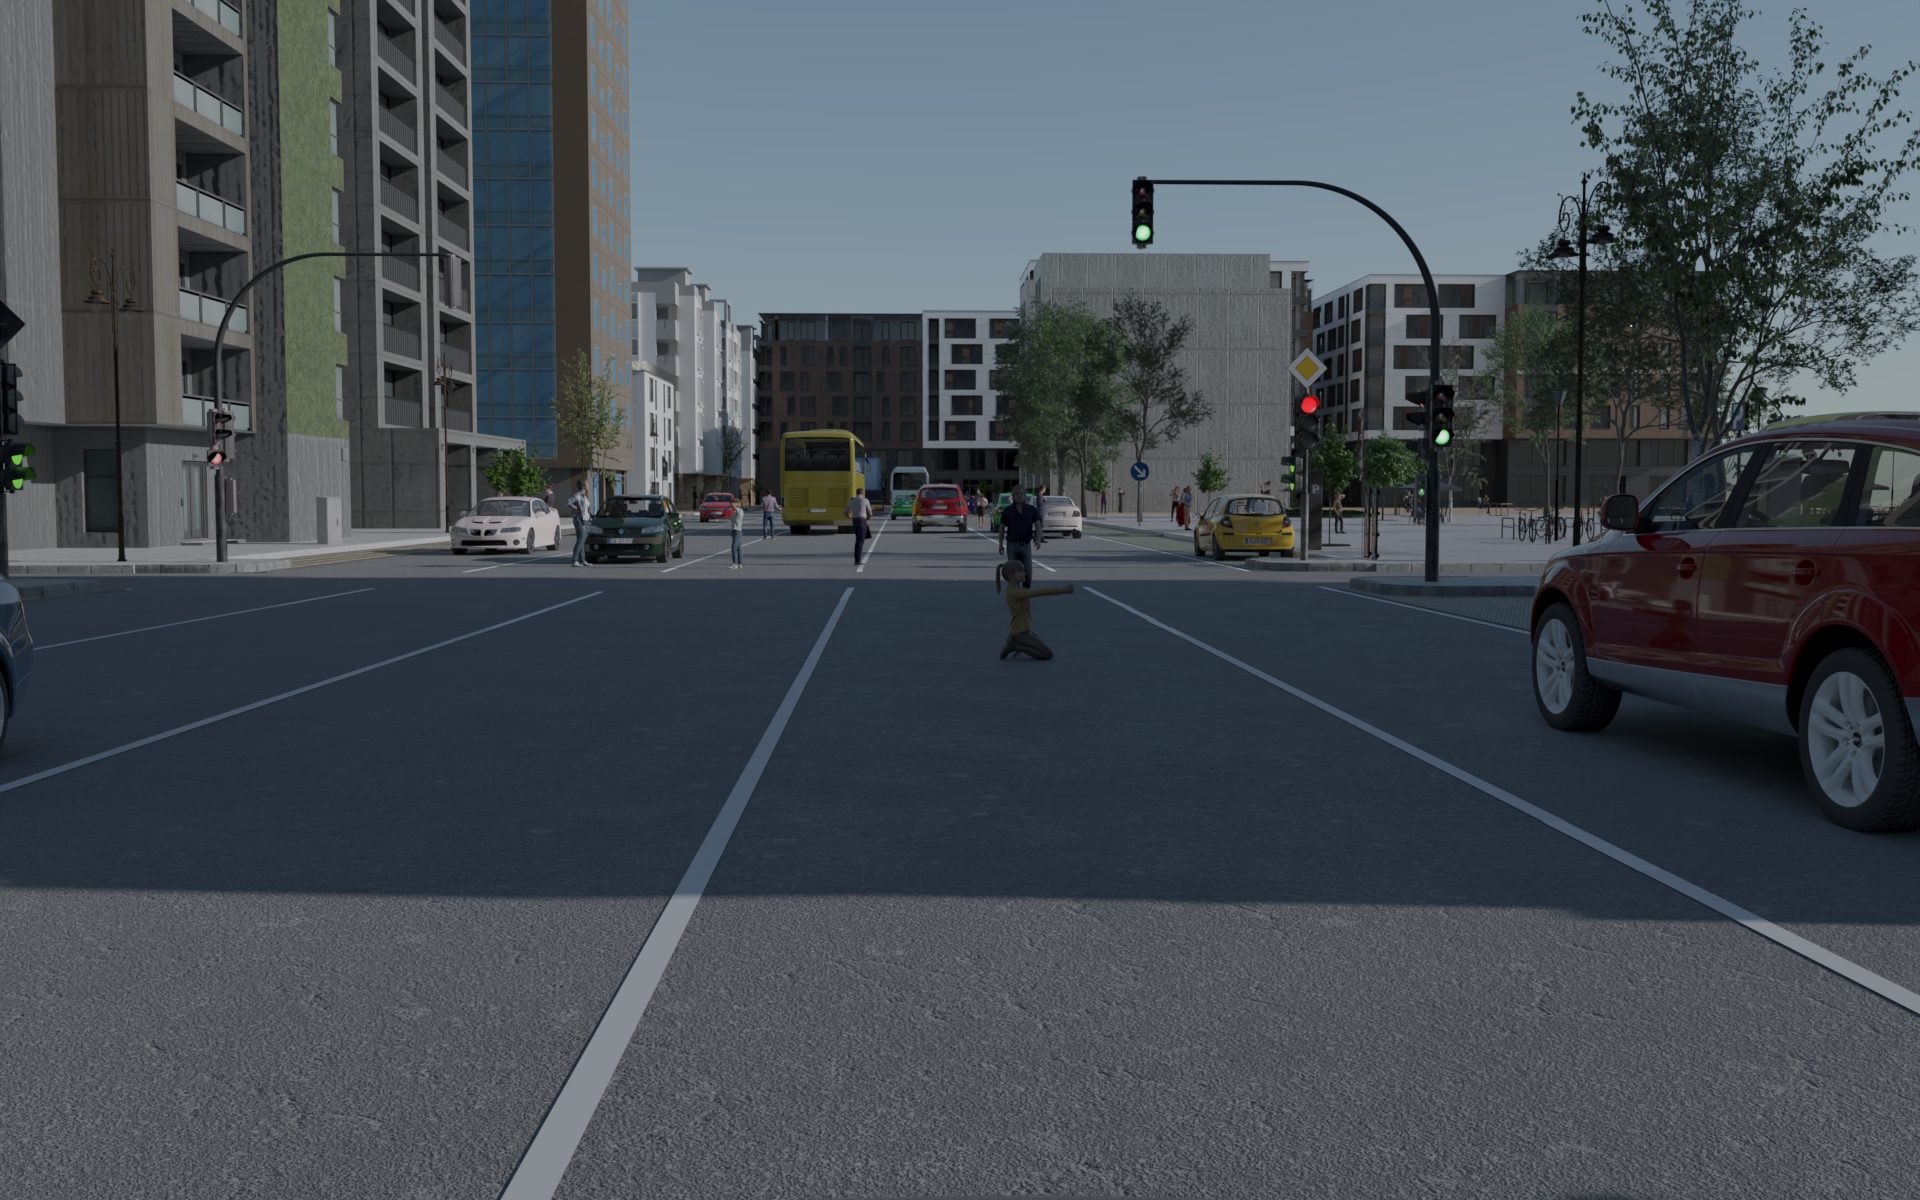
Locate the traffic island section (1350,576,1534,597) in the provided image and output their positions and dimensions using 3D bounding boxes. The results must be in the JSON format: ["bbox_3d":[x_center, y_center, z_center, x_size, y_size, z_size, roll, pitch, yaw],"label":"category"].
[{"bbox_3d":[6.941,-0.194,25.458,2.009,0.180,2.903,0,4,-2],"label":"traffic island section"}]

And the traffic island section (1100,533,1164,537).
[{"bbox_3d":[5.791,-2.195,58.749,1.991,0.108,1.994,0,4,-2],"label":"traffic island section"}]

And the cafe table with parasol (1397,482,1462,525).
[{"bbox_3d":[19.724,-4.157,72.828,2.610,1.966,2.610,2,4,34],"label":"cafe table with parasol"}]

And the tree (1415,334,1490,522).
[{"bbox_3d":[22.566,-7.872,79.062,4.360,8.622,3.978,0,3,0],"label":"tree"}]

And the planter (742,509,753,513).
[{"bbox_3d":[-17.148,-6.936,134.539,1.991,0.319,1.994,0,4,-2],"label":"planter"}]

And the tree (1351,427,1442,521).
[{"bbox_3d":[20.475,-6.141,84.125,4.285,4.588,4.351,0,3,0],"label":"tree"}]

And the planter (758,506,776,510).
[{"bbox_3d":[-18.087,-8.583,161.466,1.991,0.319,1.994,0,4,-2],"label":"planter"}]

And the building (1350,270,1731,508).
[{"bbox_3d":[53.882,-20.067,172.077,32.646,21.610,27.936,0,4,-2],"label":"building"}]

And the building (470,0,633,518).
[{"bbox_3d":[-26.771,-27.404,98.172,14.600,45.320,14.200,0,4,-2],"label":"building"}]

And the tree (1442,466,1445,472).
[{"bbox_3d":[25.586,-6.953,97.394,4.285,4.588,4.351,0,3,0],"label":"tree"}]

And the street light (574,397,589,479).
[{"bbox_3d":[-17.635,-6.617,80.977,0.468,5.910,1.993,0,4,-2],"label":"street light"}]

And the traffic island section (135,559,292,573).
[{"bbox_3d":[-13.964,-0.639,32.734,2.009,0.180,2.903,0,4,-2],"label":"traffic island section"}]

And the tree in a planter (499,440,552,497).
[{"bbox_3d":[-14.489,-3.674,57.286,1.991,3.239,1.994,0,4,-2],"label":"tree in a planter"}]

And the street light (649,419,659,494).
[{"bbox_3d":[-18.532,-8.091,105.076,0.468,5.910,1.993,0,4,-2],"label":"street light"}]

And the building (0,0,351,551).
[{"bbox_3d":[-24.718,-21.965,42.715,14.154,41.232,14.086,0,4,-2],"label":"building"}]

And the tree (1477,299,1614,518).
[{"bbox_3d":[31.552,-10.249,93.332,9.928,11.665,9.643,0,3,0],"label":"tree"}]

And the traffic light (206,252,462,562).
[{"bbox_3d":[-11.836,-3.550,32.708,4.771,5.953,1.251,0,4,-2],"label":"traffic light"}]

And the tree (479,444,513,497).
[{"bbox_3d":[-17.630,-4.429,67.023,1.663,3.219,1.824,0,3,0],"label":"tree"}]

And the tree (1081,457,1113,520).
[{"bbox_3d":[7.029,-5.698,87.768,1.663,3.219,1.824,0,3,0],"label":"tree"}]

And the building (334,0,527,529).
[{"bbox_3d":[-29.778,-38.756,71.906,20.563,71.187,20.611,0,4,-2],"label":"building"}]

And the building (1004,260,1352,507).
[{"bbox_3d":[19.522,-19.820,168.024,27.936,21.610,32.646,0,4,-2],"label":"building"}]

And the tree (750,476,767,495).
[{"bbox_3d":[-21.278,-11.431,181.497,1.663,3.219,1.824,0,3,0],"label":"tree"}]

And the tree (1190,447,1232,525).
[{"bbox_3d":[10.173,-4.652,70.660,1.663,3.219,1.824,0,3,0],"label":"tree"}]

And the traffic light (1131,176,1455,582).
[{"bbox_3d":[4.813,-3.086,25.130,4.771,5.953,1.251,0,4,-2],"label":"traffic light"}]

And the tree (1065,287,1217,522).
[{"bbox_3d":[7.978,-8.848,79.081,7.601,10.594,8.767,-3,4,-37],"label":"tree"}]

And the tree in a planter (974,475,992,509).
[{"bbox_3d":[2.183,-10.126,162.785,1.991,3.239,1.994,0,4,-2],"label":"tree in a planter"}]

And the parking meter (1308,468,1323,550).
[{"bbox_3d":[8.048,-2.069,39.547,0.399,1.863,0.255,-1,4,-12],"label":"parking meter"}]

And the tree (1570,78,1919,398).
[{"bbox_3d":[16.816,-6.336,37.999,8.767,10.594,7.601,0,4,7],"label":"tree"}]

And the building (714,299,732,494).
[{"bbox_3d":[-29.148,-18.179,153.647,16.016,20.091,11.380,0,4,-2],"label":"building"}]

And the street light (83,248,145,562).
[{"bbox_3d":[-15.945,-3.669,32.775,0.468,5.910,1.993,0,4,-2],"label":"street light"}]

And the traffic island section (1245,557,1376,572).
[{"bbox_3d":[6.665,-0.682,33.439,2.009,0.180,2.903,0,4,-2],"label":"traffic island section"}]

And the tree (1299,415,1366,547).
[{"bbox_3d":[9.119,-2.944,42.742,1.663,3.219,1.824,0,3,0],"label":"tree"}]

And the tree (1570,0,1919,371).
[{"bbox_3d":[9.281,-4.337,21.280,4.360,8.622,3.978,0,3,0],"label":"tree"}]

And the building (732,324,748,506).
[{"bbox_3d":[-28.078,-19.455,174.503,11.380,20.091,16.016,0,4,-2],"label":"building"}]

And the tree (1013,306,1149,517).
[{"bbox_3d":[6.789,-10.380,95.462,9.928,11.665,9.643,0,3,0],"label":"tree"}]

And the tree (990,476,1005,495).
[{"bbox_3d":[3.706,-11.503,182.677,1.663,3.219,1.824,0,3,0],"label":"tree"}]

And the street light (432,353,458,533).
[{"bbox_3d":[-16.882,-5.143,56.873,0.468,5.910,1.993,0,4,-2],"label":"street light"}]

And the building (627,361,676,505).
[{"bbox_3d":[-24.742,-11.061,122.996,9.099,9.664,28.070,0,4,-2],"label":"building"}]

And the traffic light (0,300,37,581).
[{"bbox_3d":[-13.648,-2.183,24.621,0.839,4.253,0.868,0,4,-2],"label":"traffic light"}]

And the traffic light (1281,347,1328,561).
[{"bbox_3d":[6.625,-2.716,33.323,0.839,4.253,0.868,0,4,-2],"label":"traffic light"}]

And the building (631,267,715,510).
[{"bbox_3d":[-29.112,-17.481,142.226,16.016,20.091,11.380,0,4,-2],"label":"building"}]

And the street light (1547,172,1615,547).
[{"bbox_3d":[8.969,-3.196,25.050,0.468,5.910,1.993,0,4,-2],"label":"street light"}]

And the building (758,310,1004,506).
[{"bbox_3d":[-6.784,-22.169,206.432,32.646,21.610,27.936,0,4,-2],"label":"building"}]

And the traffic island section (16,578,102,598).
[{"bbox_3d":[-13.689,-0.151,24.754,2.009,0.180,2.903,0,4,-2],"label":"traffic island section"}]

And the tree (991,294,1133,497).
[{"bbox_3d":[6.639,-12.470,110.532,9.857,13.997,8.962,0,3,0],"label":"tree"}]

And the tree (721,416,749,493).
[{"bbox_3d":[-21.948,-12.985,162.669,4.737,8.622,4.395,0,3,0],"label":"tree"}]

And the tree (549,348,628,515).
[{"bbox_3d":[-18.452,-8.359,87.025,4.737,8.622,4.395,0,3,0],"label":"tree"}]

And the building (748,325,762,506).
[{"bbox_3d":[-28.947,-21.010,199.940,11.380,20.091,16.016,0,4,-2],"label":"building"}]

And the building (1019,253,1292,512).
[{"bbox_3d":[14.120,-16.479,135.897,16.747,18.905,31.486,0,4,-2],"label":"building"}]
